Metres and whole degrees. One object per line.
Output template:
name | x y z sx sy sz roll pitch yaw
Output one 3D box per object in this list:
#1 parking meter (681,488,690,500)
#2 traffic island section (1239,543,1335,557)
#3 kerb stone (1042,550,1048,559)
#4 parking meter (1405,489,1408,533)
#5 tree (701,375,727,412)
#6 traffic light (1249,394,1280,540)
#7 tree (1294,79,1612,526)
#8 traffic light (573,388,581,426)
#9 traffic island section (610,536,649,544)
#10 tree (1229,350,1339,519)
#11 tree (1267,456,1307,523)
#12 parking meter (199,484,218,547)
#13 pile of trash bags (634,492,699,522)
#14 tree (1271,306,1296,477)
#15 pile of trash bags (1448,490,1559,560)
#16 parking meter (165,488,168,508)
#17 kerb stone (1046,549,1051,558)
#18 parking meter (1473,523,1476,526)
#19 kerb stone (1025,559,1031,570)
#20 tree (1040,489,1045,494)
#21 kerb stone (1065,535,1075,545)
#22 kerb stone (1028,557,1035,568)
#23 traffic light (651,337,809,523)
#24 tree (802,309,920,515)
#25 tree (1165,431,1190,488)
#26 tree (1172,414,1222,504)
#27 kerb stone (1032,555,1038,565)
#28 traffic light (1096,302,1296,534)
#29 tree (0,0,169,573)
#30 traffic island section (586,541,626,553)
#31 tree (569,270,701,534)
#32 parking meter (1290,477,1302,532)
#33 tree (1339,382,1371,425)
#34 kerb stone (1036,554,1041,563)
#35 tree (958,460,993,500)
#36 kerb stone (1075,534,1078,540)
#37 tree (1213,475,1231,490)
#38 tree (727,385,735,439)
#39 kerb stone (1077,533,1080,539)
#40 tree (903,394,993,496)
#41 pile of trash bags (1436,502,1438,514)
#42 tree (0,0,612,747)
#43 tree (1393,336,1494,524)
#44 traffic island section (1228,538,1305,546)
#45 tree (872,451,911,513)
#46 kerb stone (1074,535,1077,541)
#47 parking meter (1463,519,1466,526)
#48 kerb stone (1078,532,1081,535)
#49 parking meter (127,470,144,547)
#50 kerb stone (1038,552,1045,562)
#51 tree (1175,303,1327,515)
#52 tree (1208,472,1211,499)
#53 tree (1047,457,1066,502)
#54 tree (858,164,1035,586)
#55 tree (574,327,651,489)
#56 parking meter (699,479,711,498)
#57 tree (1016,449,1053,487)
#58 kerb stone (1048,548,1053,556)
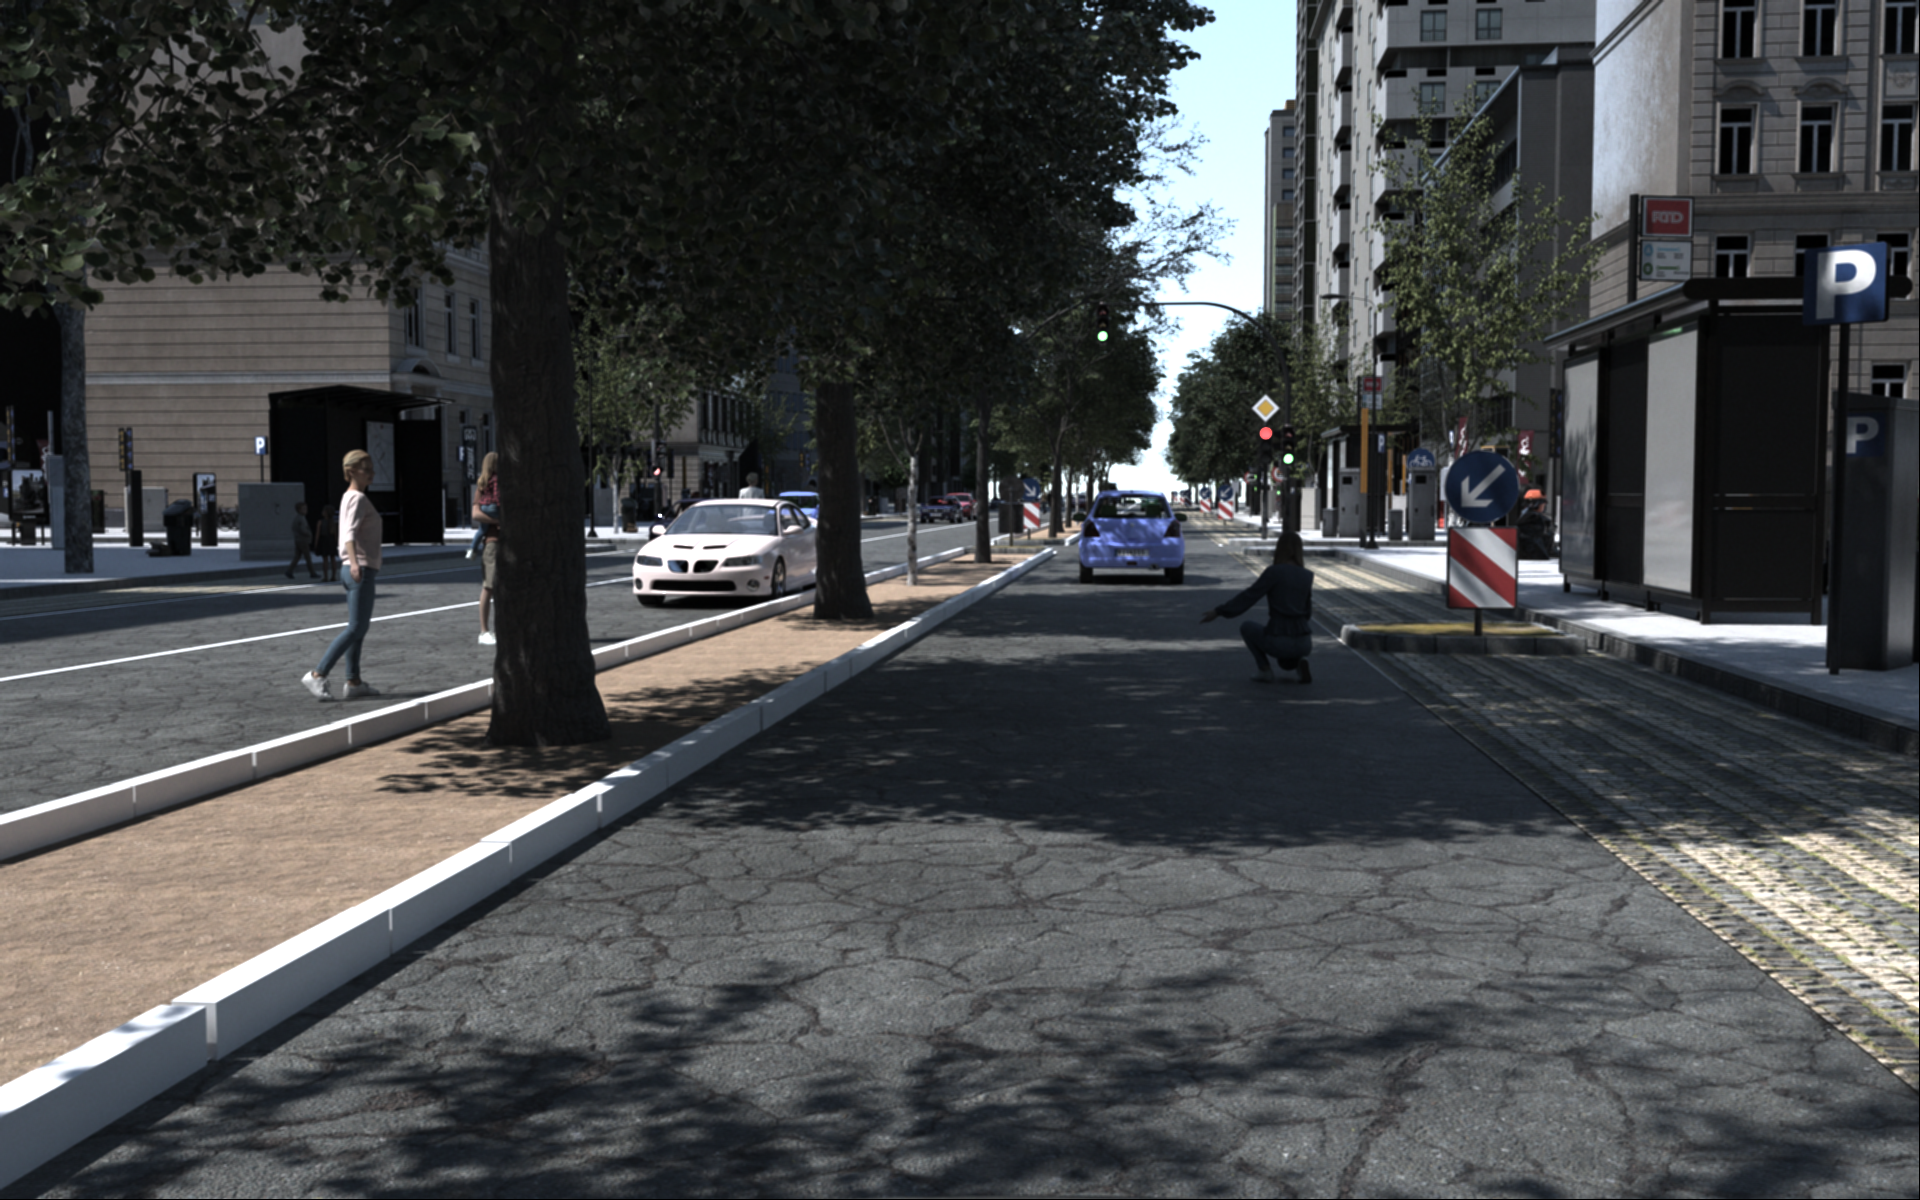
parking meter | -11.861 -4.070 74.957 0.372 1.533 0.369 0 3 0
traffic island section | 7.722 -1.142 40.957 2.009 0.180 2.903 0 4 6
kerb stone | 1.755 -0.934 37.468 0.120 0.150 1.000 0 4 6
parking meter | 15.026 -3.010 57.631 0.372 1.533 0.369 0 3 0
tree | -10.751 -6.784 61.285 4.737 8.622 4.395 0 3 0
traffic light | 8.570 -3.661 48.784 0.839 4.253 0.868 0 4 6
tree | 9.079 -4.941 31.148 4.737 8.622 4.395 0 3 0
traffic light | -9.722 -3.293 42.768 0.839 4.253 0.868 0 4 6
traffic island section | -8.874 -1.747 50.843 2.009 0.180 2.903 0 4 6
tree | 15.995 -8.402 87.742 4.360 8.622 3.978 0 3 0
tree | 14.428 -4.990 76.188 1.663 3.219 1.824 0 3 0
parking meter | -18.426 -2.083 42.468 0.372 1.533 0.369 0 3 0
pile of trash bags | -13.760 -4.377 81.312 3.447 1.369 1.912 0 4 -8
tree | 13.466 -6.990 64.652 4.737 8.622 4.395 0 3 0
pile of trash bags | 11.238 -1.542 34.961 1.912 1.369 3.447 2 4 31
parking meter | -38.910 -4.640 84.283 0.372 1.533 0.369 0 3 0
kerb stone | 1.870 -0.991 38.486 0.120 0.150 1.000 0 4 6
parking meter | 8.544 -1.210 28.199 0.372 1.533 0.369 0 3 0
kerb stone | 1.183 -0.621 32.368 0.120 0.150 1.000 0 4 6
tree | 11.958 -16.139 258.470 1.663 3.219 1.824 0 3 0
kerb stone | 3.185 -1.715 50.301 0.120 0.150 1.000 0 4 6
kerb stone | 1.298 -0.682 33.384 0.120 0.150 1.000 0 4 6
traffic light | -6.747 -4.639 50.508 4.771 5.953 1.251 0 4 6
tree | -5.973 -11.503 106.201 7.486 12.596 7.792 0 3 0
tree | 33.175 -19.794 249.380 9.928 11.665 9.643 0 3 0
tree | 29.561 -18.295 217.245 7.486 12.596 7.792 0 3 0
kerb stone | 1.406 -0.747 34.404 0.120 0.150 1.000 0 4 6
traffic light | 5.595 -4.053 40.938 4.771 5.953 1.251 0 4 6
tree | -13.544 -10.579 28.859 12.611 20.169 13.585 0 3 0
traffic island section | -9.760 -1.262 42.908 2.009 0.180 2.903 0 4 6
tree | -11.410 -6.461 55.995 4.737 8.622 4.395 0 3 0
parking meter | 11.318 -3.229 58.510 0.255 1.863 0.399 -3 4 -38
tree | 25.248 -9.884 111.965 4.360 8.622 3.978 0 3 0
kerb stone | 1.522 -0.805 35.427 0.120 0.150 1.000 0 4 6
tree | 1.480 -11.195 166.747 4.285 4.588 4.351 0 3 0
kerb stone | 3.414 -1.844 52.337 0.120 0.150 1.000 0 4 6
tree | 21.512 -8.896 140.043 1.663 3.219 1.824 0 3 0
tree | -11.403 -9.099 99.129 4.737 8.622 4.395 0 3 0
kerb stone | 3.525 -1.899 53.353 0.120 0.150 1.000 0 4 6
tree | -1.311 -13.034 138.867 9.928 11.665 9.643 0 3 0
pile of trash bags | 23.311 -4.587 84.751 3.447 1.369 1.912 0 4 -7
tree | -2.384 -6.142 9.532 9.857 13.997 8.962 0 3 0
tree | 20.930 -7.636 75.217 4.360 8.622 3.978 0 3 0
traffic island section | 8.608 -1.628 48.893 2.009 0.180 2.903 0 4 6
tree | -4.408 -8.190 117.620 4.285 4.588 4.351 0 3 0
kerb stone | 3.300 -1.781 51.317 0.120 0.150 1.000 0 4 6
parking meter | 15.830 -2.949 53.932 0.255 1.863 0.399 1 4 20
kerb stone | 3.644 -1.961 54.370 0.120 0.150 1.000 0 4 6
parking meter | -20.175 -2.242 42.372 0.255 1.863 0.399 -3 4 -38
kerb stone | 1.642 -0.872 36.450 0.120 0.150 1.000 0 4 6
tree | 17.829 -11.458 104.345 9.611 12.733 9.660 0 3 0
tree | 25.923 -15.088 181.096 7.601 10.594 8.767 2 4 27
tree | 13.859 -21.389 275.471 9.928 11.665 9.643 0 3 0
tree | -0.756 -4.533 26.942 4.737 8.622 4.395 0 3 0
tree | -15.653 -7.737 76.865 4.360 8.622 3.978 0 3 0
parking meter | -9.975 -3.796 67.768 0.399 1.863 0.255 -3 4 -37
tree | 9.630 -19.955 243.278 9.611 12.733 9.660 0 3 0
kerb stone | 1.984 -1.058 39.502 0.120 0.150 1.000 0 4 6
